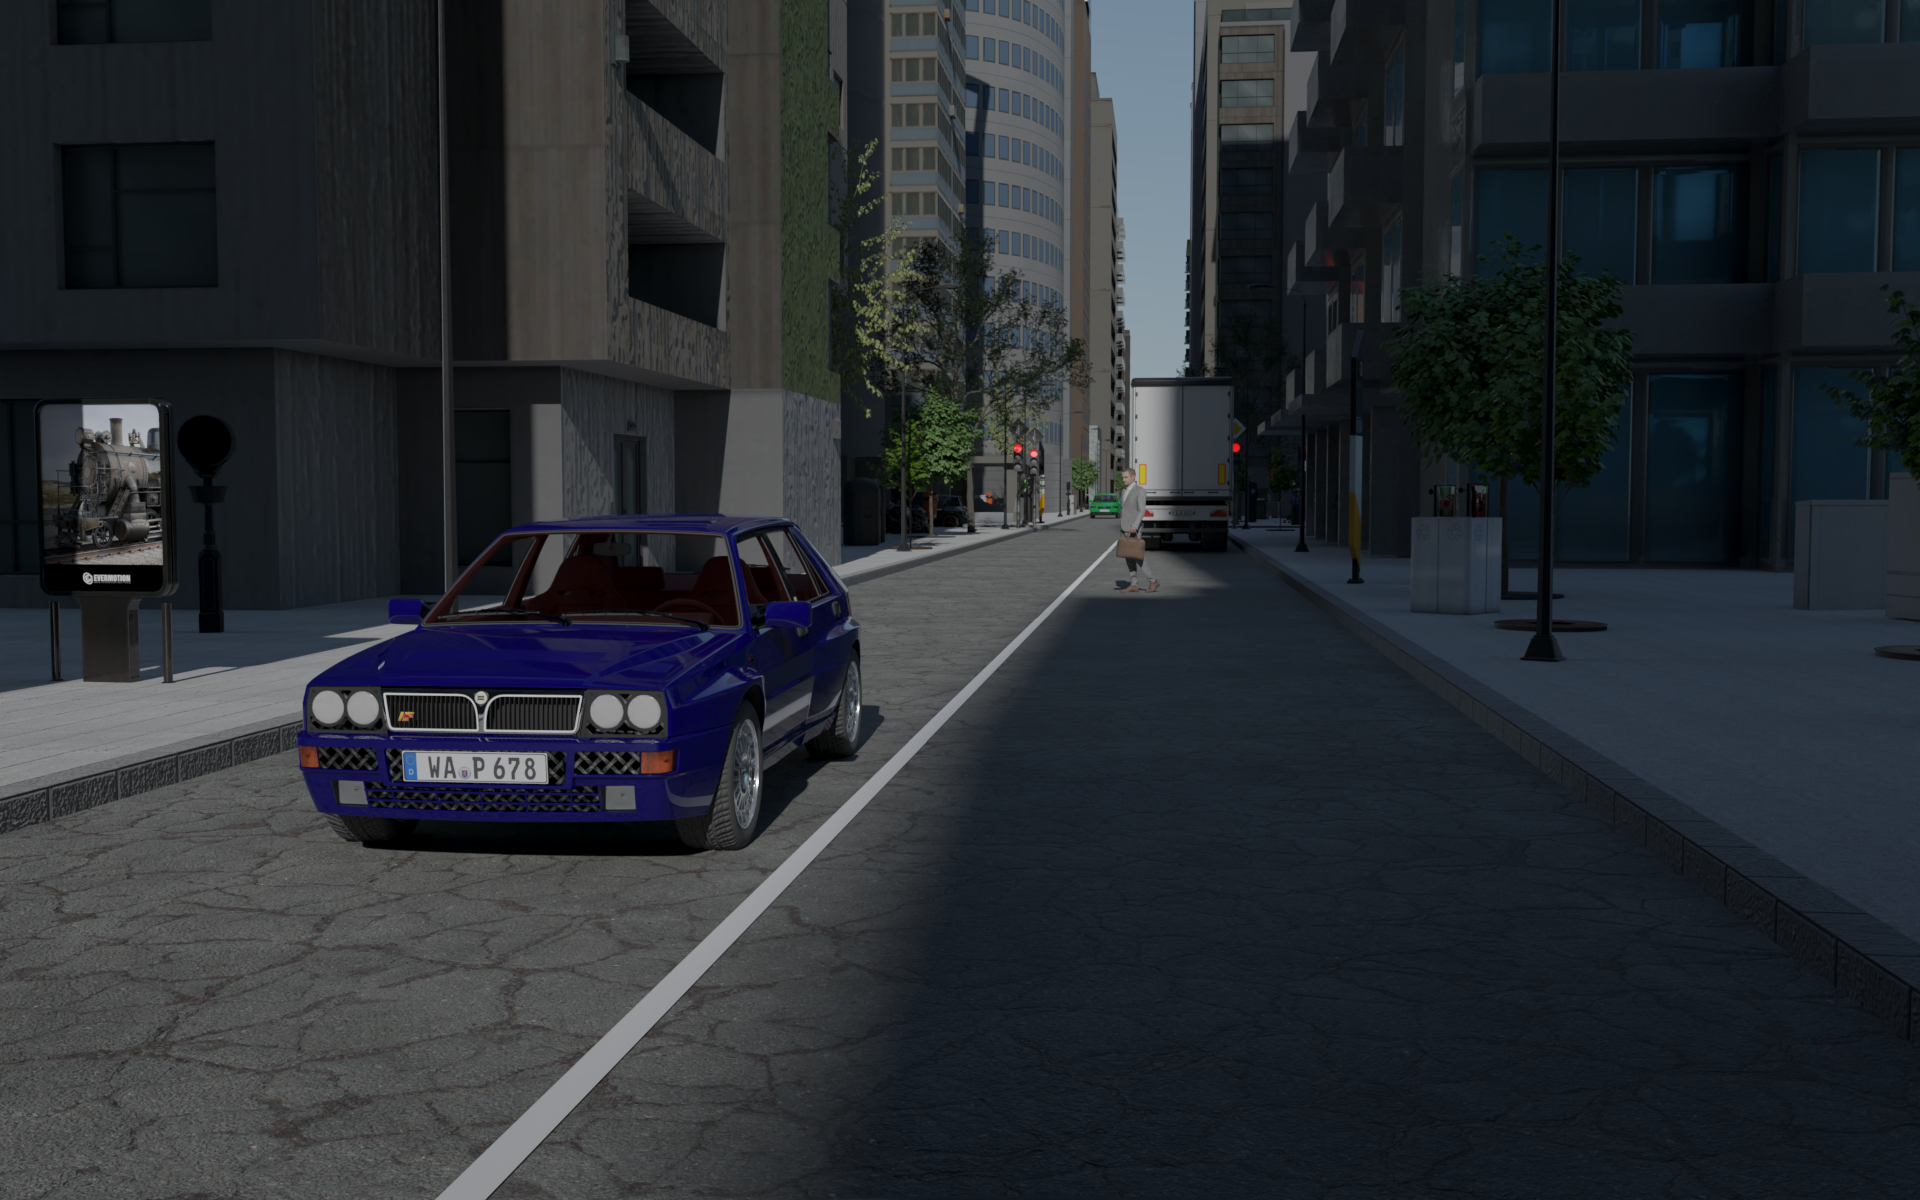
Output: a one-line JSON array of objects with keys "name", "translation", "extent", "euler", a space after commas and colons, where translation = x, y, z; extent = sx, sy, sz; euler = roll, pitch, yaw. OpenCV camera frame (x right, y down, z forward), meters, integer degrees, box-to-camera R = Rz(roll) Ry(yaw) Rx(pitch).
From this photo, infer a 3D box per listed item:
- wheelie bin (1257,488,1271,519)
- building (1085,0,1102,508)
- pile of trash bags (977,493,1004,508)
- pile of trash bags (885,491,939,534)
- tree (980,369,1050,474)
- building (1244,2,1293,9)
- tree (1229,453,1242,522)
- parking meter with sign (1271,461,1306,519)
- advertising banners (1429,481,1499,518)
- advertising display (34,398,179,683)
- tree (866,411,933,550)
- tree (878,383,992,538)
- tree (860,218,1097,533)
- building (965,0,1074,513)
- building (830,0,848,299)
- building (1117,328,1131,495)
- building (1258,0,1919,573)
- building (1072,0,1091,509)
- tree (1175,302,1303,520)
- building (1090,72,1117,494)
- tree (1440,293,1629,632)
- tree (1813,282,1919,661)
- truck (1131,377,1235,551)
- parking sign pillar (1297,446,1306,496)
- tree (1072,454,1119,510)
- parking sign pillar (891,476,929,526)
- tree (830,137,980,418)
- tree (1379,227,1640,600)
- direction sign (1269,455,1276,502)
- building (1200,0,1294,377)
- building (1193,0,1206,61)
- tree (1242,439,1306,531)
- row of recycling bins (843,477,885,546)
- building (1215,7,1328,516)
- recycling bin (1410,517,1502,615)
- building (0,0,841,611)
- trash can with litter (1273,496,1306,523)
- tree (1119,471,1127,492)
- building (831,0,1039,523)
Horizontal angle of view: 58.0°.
[{"name": "wheelie bin", "translation": [15.277, -4.869, 87.520], "extent": [0.980, 1.594, 0.693], "euler": [2, 4, 33]}, {"name": "building", "translation": [3.656, -52.873, 177.139], "extent": [22.319, 86.520, 31.000], "euler": [0, 4, 7]}, {"name": "pile of trash bags", "translation": [1.765, -5.816, 104.850], "extent": [1.912, 1.369, 3.447], "euler": [0, 4, -1]}, {"name": "pile of trash bags", "translation": [-1.771, -2.877, 56.787], "extent": [1.912, 1.369, 3.447], "euler": [2, 4, 32]}, {"name": "tree", "translation": [2.816, -9.115, 99.389], "extent": [4.737, 8.622, 4.395], "euler": [0, 3, 0]}, {"name": "building", "translation": [33.600, -26.936, 132.290], "extent": [32.217, 40.220, 23.993], "euler": [0, 4, 7]}, {"name": "tree", "translation": [13.027, -5.222, 79.983], "extent": [1.663, 3.219, 1.824], "euler": [0, 3, 0]}, {"name": "parking meter with sign", "translation": [17.225, -5.792, 90.961], "extent": [1.738, 3.016, 0.543], "euler": [2, 4, 32]}, {"name": "advertising banners", "translation": [7.435, -1.756, 24.900], "extent": [2.074, 3.025, 0.090], "euler": [-3, 4, -37]}, {"name": "advertising display", "translation": [-5.800, -0.402, 11.783], "extent": [0.974, 1.923, 0.123], "euler": [1, 4, 10]}, {"name": "tree", "translation": [-1.108, -2.803, 40.437], "extent": [1.663, 3.219, 1.824], "euler": [0, 3, 0]}, {"name": "tree", "translation": [-0.762, -4.132, 51.267], "extent": [4.285, 4.588, 4.351], "euler": [0, 3, 0]}, {"name": "tree", "translation": [0.462, -7.546, 57.788], "extent": [8.767, 10.594, 7.601], "euler": [1, 4, 10]}, {"name": "building", "translation": [-3.289, -35.448, 121.577], "extent": [21.231, 58.520, 28.212], "euler": [0, 4, 7]}, {"name": "building", "translation": [-18.659, -28.335, 52.522], "extent": [27.495, 52.752, 28.713], "euler": [0, 4, 7]}, {"name": "building", "translation": [21.705, -31.957, 294.198], "extent": [14.160, 30.474, 14.107], "euler": [0, 4, 7]}, {"name": "building", "translation": [19.619, -25.724, 40.195], "extent": [23.786, 49.044, 30.456], "euler": [0, 4, 7]}, {"name": "building", "translation": [4.475, -30.916, 155.584], "extent": [14.600, 45.320, 14.200], "euler": [0, 4, 7]}, {"name": "tree", "translation": [13.758, -9.226, 85.261], "extent": [8.767, 10.594, 7.601], "euler": [0, 4, 7]}, {"name": "building", "translation": [7.463, -35.510, 204.283], "extent": [21.300, 48.544, 21.600], "euler": [0, 4, 7]}, {"name": "tree", "translation": [5.709, -1.345, 16.589], "extent": [1.663, 3.219, 1.824], "euler": [0, 3, 0]}, {"name": "tree", "translation": [7.786, -1.148, 13.376], "extent": [1.663, 3.219, 1.824], "euler": [0, 3, 0]}, {"name": "truck", "translation": [6.015, -3.562, 47.160], "extent": [2.839, 4.237, 11.283], "euler": [0, 4, 7]}, {"name": "parking sign pillar", "translation": [19.332, -6.573, 95.934], "extent": [1.447, 3.967, 1.447], "euler": [1, 4, 16]}, {"name": "tree", "translation": [9.927, -9.668, 141.778], "extent": [4.285, 4.588, 4.351], "euler": [0, 3, 0]}, {"name": "parking sign pillar", "translation": [-1.877, -4.618, 63.973], "extent": [1.447, 3.967, 1.447], "euler": [1, 4, 9]}, {"name": "tree", "translation": [-2.832, -5.152, 34.591], "extent": [4.737, 8.622, 4.395], "euler": [0, 3, 0]}, {"name": "tree", "translation": [6.864, -2.317, 21.591], "extent": [4.285, 4.588, 4.351], "euler": [0, 3, 0]}, {"name": "direction sign", "translation": [18.268, -6.622, 100.263], "extent": [0.876, 3.537, 0.379], "euler": [-1, 4, -12]}, {"name": "building", "translation": [32.877, -32.646, 157.460], "extent": [21.300, 48.544, 21.600], "euler": [0, 4, 7]}, {"name": "building", "translation": [34.967, -39.145, 182.023], "extent": [21.231, 58.520, 28.212], "euler": [0, 4, 7]}, {"name": "tree", "translation": [11.125, -4.016, 60.270], "extent": [1.663, 3.219, 1.824], "euler": [0, 3, 0]}, {"name": "row of recycling bins", "translation": [-2.476, -2.282, 44.423], "extent": [1.069, 1.692, 3.534], "euler": [0, 4, 1]}, {"name": "building", "translation": [22.790, -20.488, 106.676], "extent": [14.160, 30.474, 14.107], "euler": [0, 4, 7]}, {"name": "recycling bin", "translation": [5.377, -0.380, 18.770], "extent": [0.722, 1.027, 0.722], "euler": [-3, 5, -44]}, {"name": "building", "translation": [-9.930, -15.457, 24.418], "extent": [14.160, 30.474, 14.107], "euler": [0, 4, 7]}, {"name": "trash can with litter", "translation": [14.981, -3.996, 76.390], "extent": [2.233, 1.210, 1.678], "euler": [2, 4, 28]}, {"name": "tree", "translation": [19.671, -14.411, 219.341], "extent": [4.285, 4.588, 4.351], "euler": [0, 3, 0]}, {"name": "building", "translation": [-12.613, -24.055, 85.175], "extent": [32.217, 40.220, 23.993], "euler": [0, 4, 7]}]
